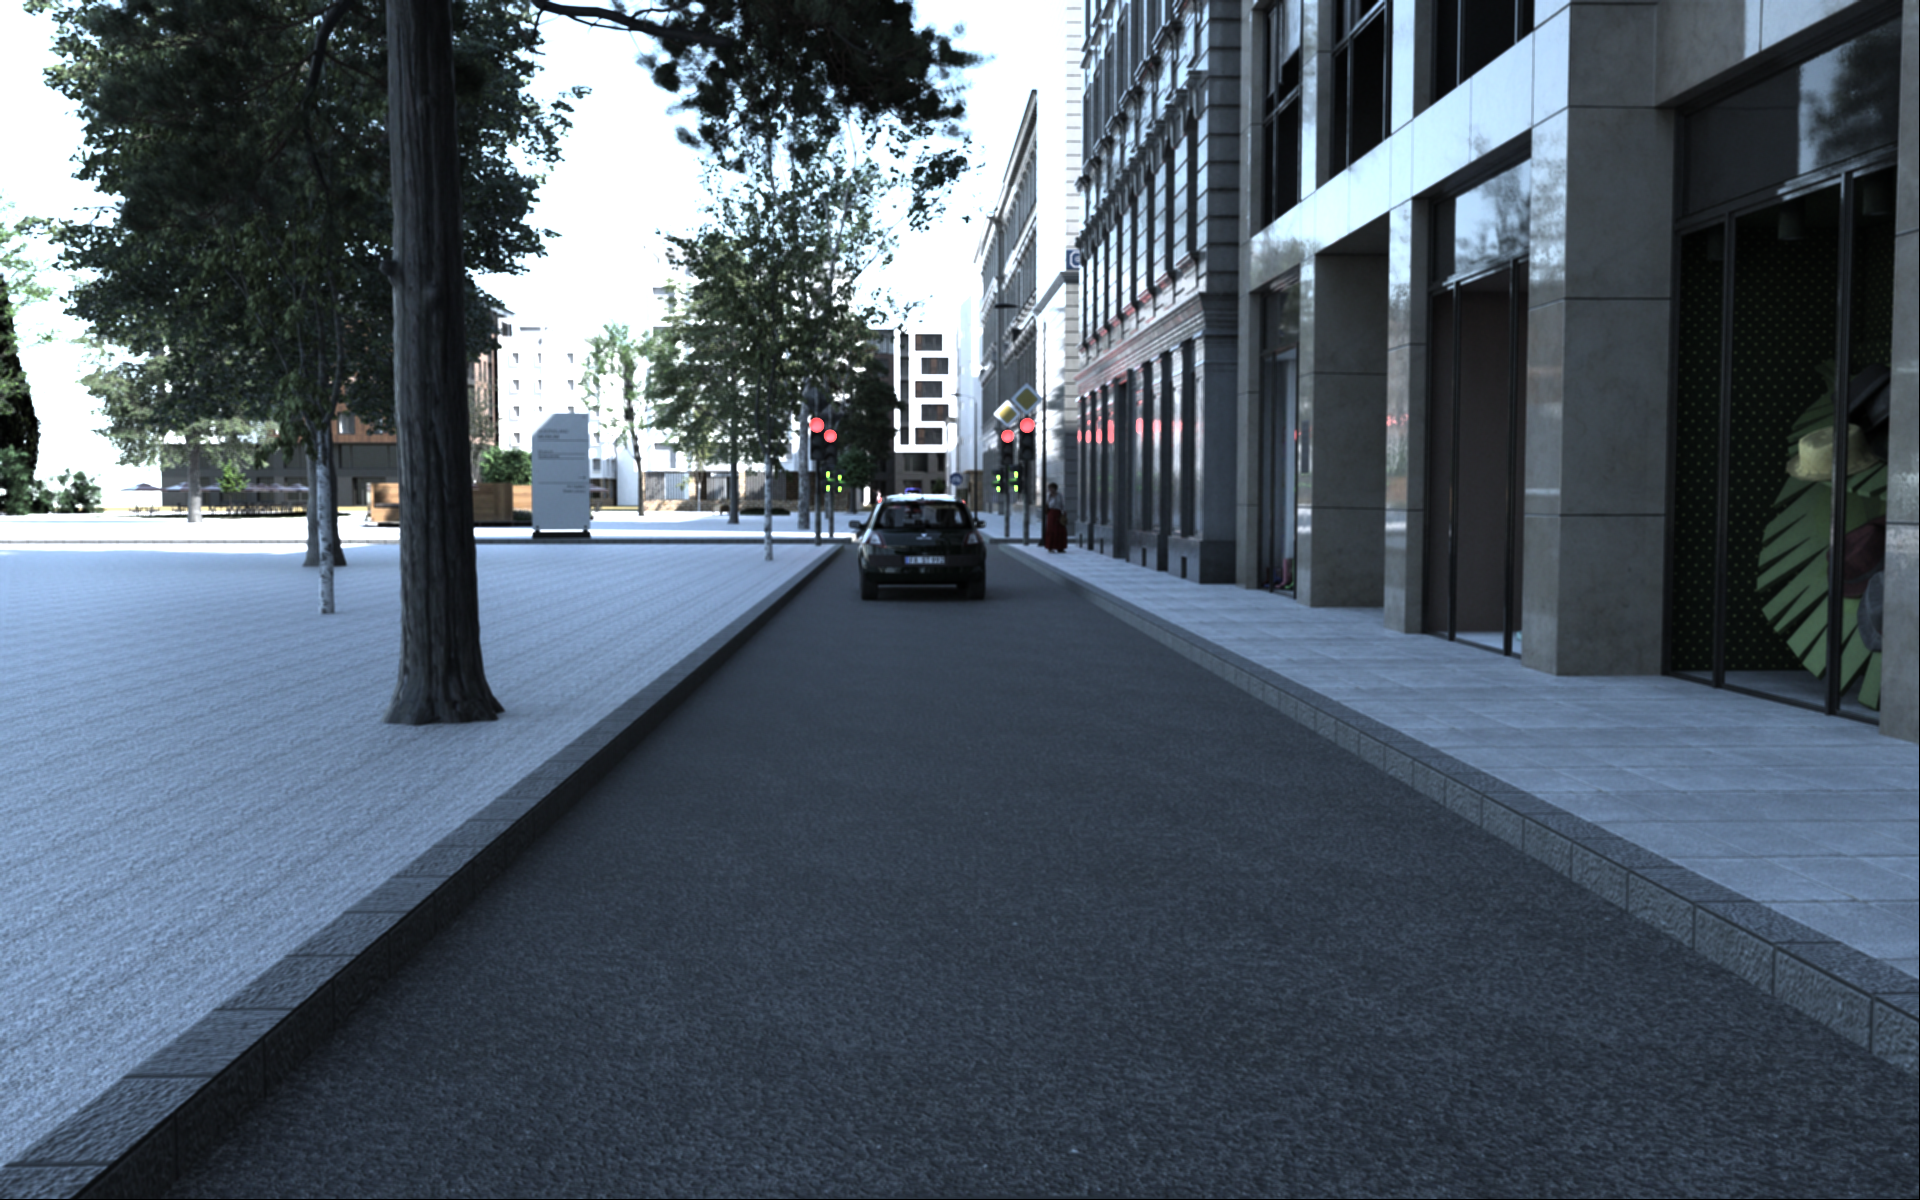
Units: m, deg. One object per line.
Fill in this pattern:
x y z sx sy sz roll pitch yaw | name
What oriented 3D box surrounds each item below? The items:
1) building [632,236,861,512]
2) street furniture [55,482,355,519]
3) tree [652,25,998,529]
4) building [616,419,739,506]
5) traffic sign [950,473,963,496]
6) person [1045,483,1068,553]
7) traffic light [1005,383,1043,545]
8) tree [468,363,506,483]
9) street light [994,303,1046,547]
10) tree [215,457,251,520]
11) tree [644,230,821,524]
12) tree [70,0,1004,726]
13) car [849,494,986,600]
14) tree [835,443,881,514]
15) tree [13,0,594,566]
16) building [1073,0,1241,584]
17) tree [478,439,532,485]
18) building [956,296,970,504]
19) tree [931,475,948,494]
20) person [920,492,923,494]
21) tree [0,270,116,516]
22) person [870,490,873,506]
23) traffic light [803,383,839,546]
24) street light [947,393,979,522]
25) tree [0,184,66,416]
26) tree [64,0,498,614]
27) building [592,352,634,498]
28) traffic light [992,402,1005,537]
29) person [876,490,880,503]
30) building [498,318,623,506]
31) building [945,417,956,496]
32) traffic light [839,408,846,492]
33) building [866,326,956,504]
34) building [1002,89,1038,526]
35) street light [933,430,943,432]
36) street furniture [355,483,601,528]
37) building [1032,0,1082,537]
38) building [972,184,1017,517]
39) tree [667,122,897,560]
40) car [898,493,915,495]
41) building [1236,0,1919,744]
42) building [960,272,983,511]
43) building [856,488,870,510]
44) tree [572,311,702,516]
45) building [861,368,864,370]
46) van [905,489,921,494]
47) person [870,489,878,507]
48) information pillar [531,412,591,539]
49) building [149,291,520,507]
-15.935 -16.840 131.752 16.016 20.091 11.380 0 4 -2 | building
-40.634 -6.003 103.185 14.083 1.986 27.439 0 4 5 | street furniture
-4.991 -12.710 63.703 12.611 20.169 13.585 0 3 0 | tree
-24.246 -15.551 196.404 28.070 9.664 9.099 0 4 -2 | building
-0.228 -6.327 103.554 0.768 2.556 0.104 0 4 3 | traffic sign
2.093 -1.795 37.859 0.523 1.526 0.387 -1 4 -22 | person
1.637 -3.304 43.261 0.839 4.213 0.868 0 4 -2 | traffic light
-27.581 -9.026 97.942 4.360 8.622 3.978 0 3 0 | tree
1.520 -4.268 42.319 1.470 5.913 1.316 0 4 -2 | street light
-36.628 -5.631 86.676 1.663 3.219 1.824 0 3 0 | tree
-9.932 -9.624 75.481 7.486 12.596 7.792 0 3 0 | tree
-3.184 -6.232 9.314 7.806 13.903 7.818 0 3 0 | tree
-0.592 -0.924 24.901 2.009 1.686 4.222 0 4 -3 | car
-6.592 -7.702 109.638 4.285 4.588 4.351 0 3 0 | tree
-11.359 -7.574 30.491 9.857 13.997 8.962 0 3 0 | tree
7.802 -11.251 33.113 9.793 20.994 18.267 0 4 -2 | building
-27.693 -7.732 110.131 4.285 4.588 4.351 0 3 0 | tree
8.485 -17.838 158.116 16.747 18.905 31.486 0 4 -2 | building
-2.163 -11.067 175.547 1.663 3.219 1.824 0 3 0 | tree
-2.656 -6.627 118.907 0.319 1.574 0.516 1 4 21 | person
-59.729 -12.418 104.862 13.155 14.587 18.604 -1 4 -15 | tree
-8.703 -10.287 174.748 0.721 1.766 1.217 -2 4 -35 | person
-3.521 -3.292 43.076 0.839 4.213 0.868 0 4 -2 | traffic light
0.189 -6.577 80.078 1.470 5.913 1.316 0 4 -2 | street light
-32.781 -7.954 55.811 9.928 11.665 9.643 0 3 0 | tree
-7.018 -4.152 18.246 4.737 8.622 4.395 0 3 0 | tree
-42.457 -21.476 217.593 31.486 18.905 16.747 0 4 -2 | building
1.373 -3.792 51.242 0.839 4.213 0.868 0 4 -2 | traffic light
-8.704 -10.899 184.902 0.621 1.740 0.551 -1 4 -11 | person
-43.853 -20.536 192.185 11.380 20.091 16.016 0 4 -2 | building
3.210 -15.035 187.964 9.099 9.664 28.070 0 4 -2 | building
-3.785 -3.781 51.056 0.839 4.213 0.868 0 4 -2 | traffic light
-10.600 -23.267 224.387 32.646 21.610 27.936 0 4 -2 | building
7.605 -12.827 74.343 10.561 19.102 19.286 0 4 -2 | building
-1.269 -9.391 126.091 1.470 5.913 1.316 0 4 -2 | street light
-19.863 -3.904 70.682 9.812 1.723 11.010 -2 4 -23 | street furniture
17.680 -17.110 57.249 29.804 29.767 11.434 0 4 -2 | building
6.993 -17.109 115.895 11.583 22.565 21.152 0 4 -2 | building
-3.488 -5.079 33.405 4.737 8.622 4.395 0 3 0 | tree
-3.131 -5.867 104.961 2.155 1.783 4.494 0 4 -1 | car
13.974 -12.356 6.541 19.350 26.468 34.151 0 4 -2 | building
8.057 -17.140 136.661 16.016 20.091 11.380 0 4 -2 | building
-12.847 -12.834 151.979 9.099 9.664 28.070 0 4 -2 | building
-18.538 -10.627 99.499 9.928 11.665 9.643 0 3 0 | tree
-17.330 -19.253 171.211 16.016 20.091 11.380 0 4 -2 | building
-5.230 -11.494 192.307 2.240 2.365 5.245 0 4 -2 | van
-8.539 -10.056 170.989 0.617 1.759 0.750 2 4 23 | person
-11.536 -3.591 50.035 1.656 3.620 0.184 -1 4 -16 | information pillar
-65.898 -20.917 185.971 32.646 21.610 27.936 0 4 -2 | building
